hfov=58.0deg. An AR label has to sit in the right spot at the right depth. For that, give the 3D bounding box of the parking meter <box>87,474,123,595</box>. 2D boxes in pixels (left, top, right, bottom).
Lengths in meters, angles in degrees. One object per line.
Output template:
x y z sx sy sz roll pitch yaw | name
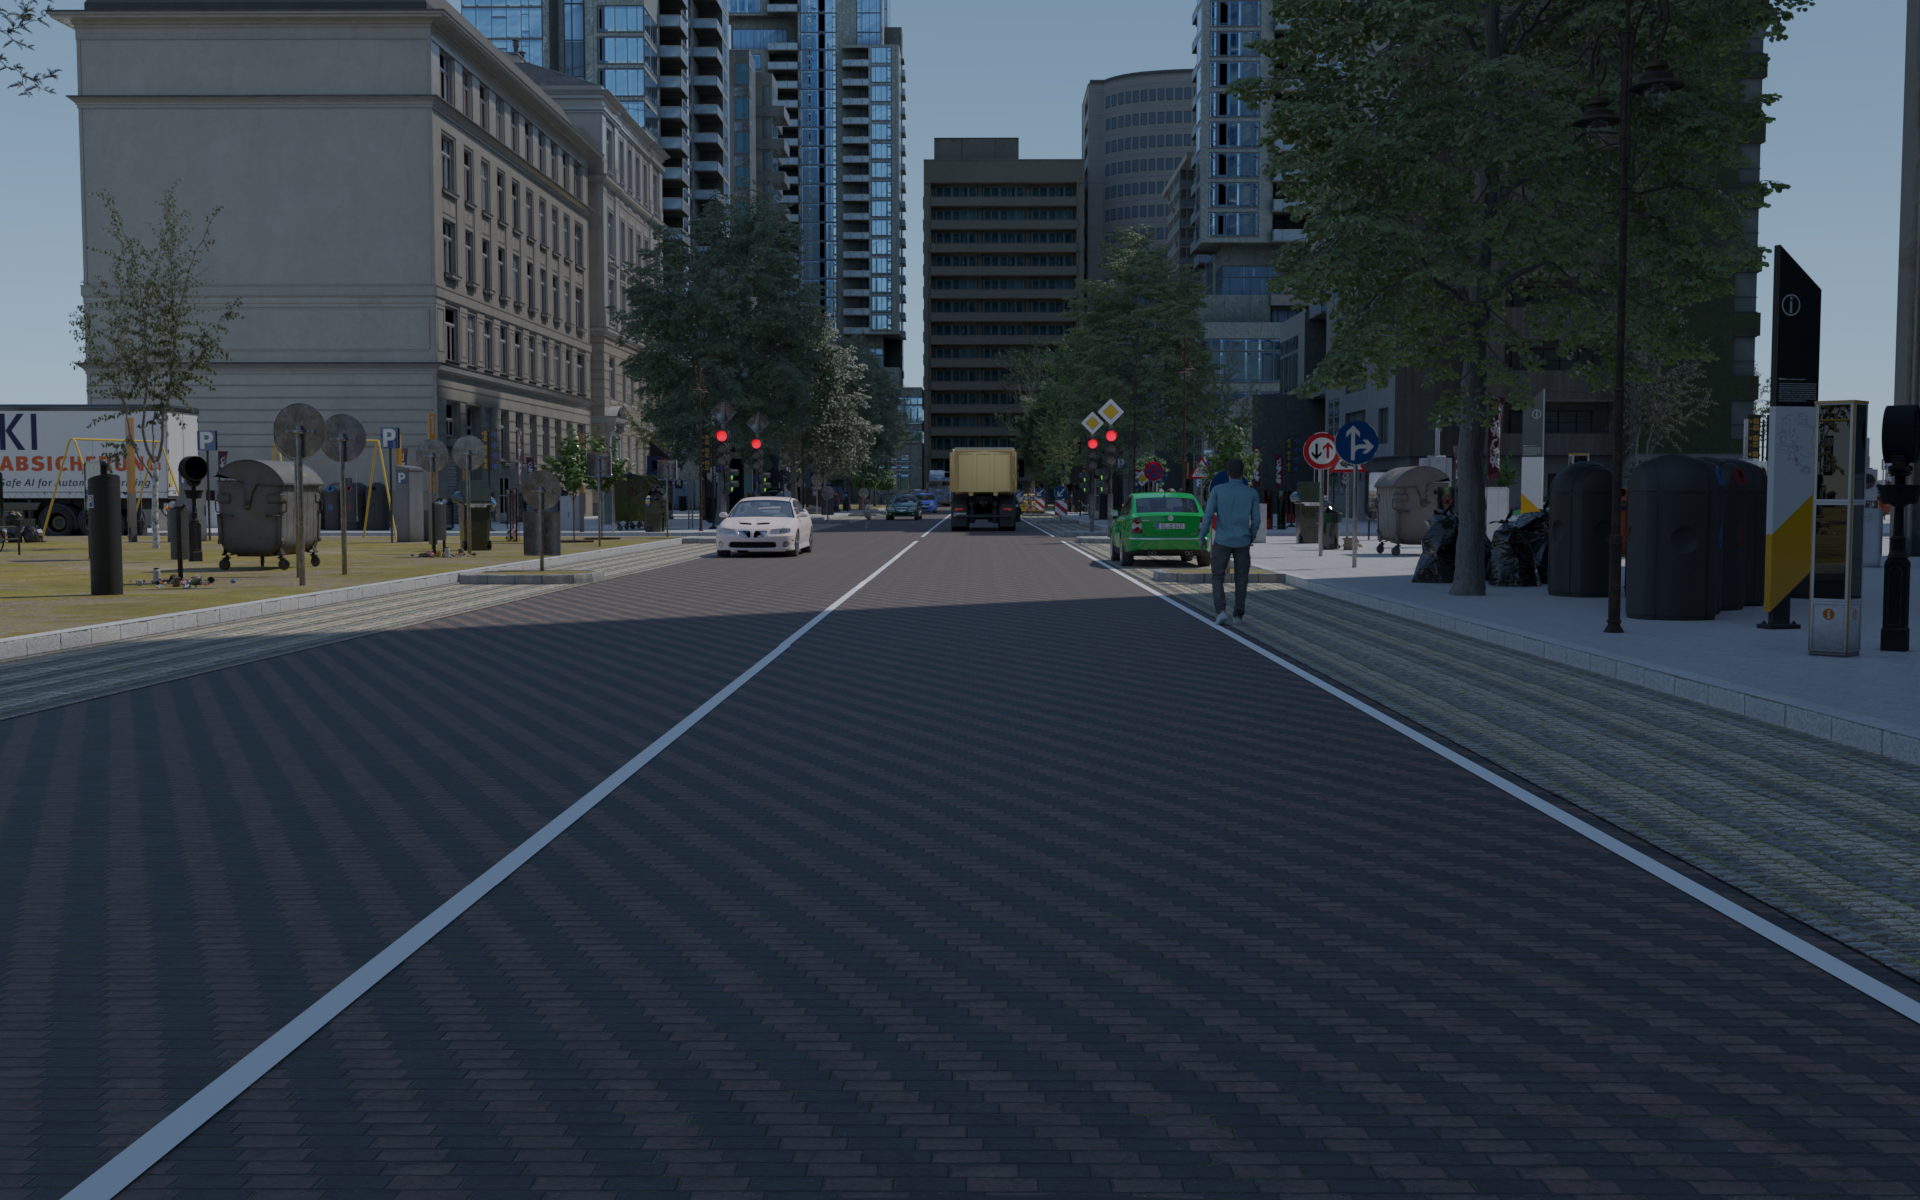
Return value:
-10.881 -0.834 22.051 0.372 1.533 0.369 0 3 0 | parking meter

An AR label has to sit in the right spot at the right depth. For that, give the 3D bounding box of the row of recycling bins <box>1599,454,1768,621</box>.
8.062 -0.725 18.964 1.069 1.692 3.534 2 4 35 | row of recycling bins

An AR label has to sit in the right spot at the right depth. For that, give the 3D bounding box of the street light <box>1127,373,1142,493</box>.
6.586 -5.663 65.377 0.468 5.910 1.993 0 4 1 | street light

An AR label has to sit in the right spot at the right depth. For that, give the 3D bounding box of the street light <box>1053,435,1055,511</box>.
7.300 -9.840 133.672 0.468 5.910 1.993 0 4 1 | street light

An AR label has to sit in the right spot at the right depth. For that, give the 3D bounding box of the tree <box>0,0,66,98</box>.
-9.346 -6.149 10.912 12.009 13.543 11.850 0 3 0 | tree

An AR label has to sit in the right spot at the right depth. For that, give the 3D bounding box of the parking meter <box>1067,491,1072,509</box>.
7.840 -7.052 123.709 0.372 1.533 0.369 0 3 0 | parking meter

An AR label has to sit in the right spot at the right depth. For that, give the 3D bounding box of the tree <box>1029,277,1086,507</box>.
7.658 -9.498 73.412 7.486 12.596 7.792 0 3 0 | tree

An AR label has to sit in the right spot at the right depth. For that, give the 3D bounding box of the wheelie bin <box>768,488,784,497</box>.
-9.687 -5.075 90.878 0.980 1.594 0.693 -2 4 -27 | wheelie bin

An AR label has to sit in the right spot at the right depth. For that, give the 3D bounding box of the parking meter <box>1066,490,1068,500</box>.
8.205 -7.730 132.096 0.255 1.863 0.399 1 4 9 | parking meter

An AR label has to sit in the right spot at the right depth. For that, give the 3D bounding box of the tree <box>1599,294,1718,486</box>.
25.855 -7.010 64.969 4.360 8.622 3.978 0 3 0 | tree

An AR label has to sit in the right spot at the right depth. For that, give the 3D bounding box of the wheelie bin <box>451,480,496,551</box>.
-11.076 -1.925 39.384 0.980 1.594 0.693 -2 4 -29 | wheelie bin

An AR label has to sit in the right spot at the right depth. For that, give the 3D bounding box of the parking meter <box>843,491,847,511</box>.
-8.752 -7.548 131.817 0.372 1.533 0.369 0 3 0 | parking meter

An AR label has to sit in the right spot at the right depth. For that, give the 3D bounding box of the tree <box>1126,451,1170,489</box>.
14.151 -8.958 130.171 4.285 4.588 4.351 0 3 0 | tree

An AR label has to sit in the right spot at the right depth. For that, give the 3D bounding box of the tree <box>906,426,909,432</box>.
-8.870 -13.902 133.960 9.857 13.997 8.962 0 3 0 | tree

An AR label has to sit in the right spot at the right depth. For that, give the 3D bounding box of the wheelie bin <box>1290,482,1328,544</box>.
9.051 -2.273 45.076 0.980 1.594 0.693 0 4 -4 | wheelie bin

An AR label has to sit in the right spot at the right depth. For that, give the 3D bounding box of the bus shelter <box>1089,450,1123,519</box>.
7.401 -6.026 89.802 1.731 3.624 6.357 0 4 1 | bus shelter

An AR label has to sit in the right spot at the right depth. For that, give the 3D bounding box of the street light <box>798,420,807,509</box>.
-8.493 -7.397 93.723 0.468 5.910 1.993 0 4 1 | street light

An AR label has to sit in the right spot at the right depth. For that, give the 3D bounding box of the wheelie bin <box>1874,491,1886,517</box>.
52.472 -5.561 98.824 0.693 1.594 0.980 1 4 18 | wheelie bin

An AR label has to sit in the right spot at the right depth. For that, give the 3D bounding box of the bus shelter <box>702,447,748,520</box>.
-11.808 -5.887 87.529 1.731 3.624 6.357 0 4 1 | bus shelter

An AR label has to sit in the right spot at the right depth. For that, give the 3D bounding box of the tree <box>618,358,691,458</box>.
-15.752 -8.673 92.163 4.737 8.622 4.395 0 3 0 | tree

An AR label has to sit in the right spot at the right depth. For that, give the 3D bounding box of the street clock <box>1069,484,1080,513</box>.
7.998 -7.004 119.084 0.471 2.002 0.358 -2 4 -33 | street clock

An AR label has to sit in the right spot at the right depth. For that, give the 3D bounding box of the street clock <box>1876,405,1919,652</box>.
7.658 -0.585 14.130 0.358 2.002 0.471 3 4 37 | street clock

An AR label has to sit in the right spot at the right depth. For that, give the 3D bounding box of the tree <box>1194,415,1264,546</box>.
6.593 -2.940 42.673 1.663 3.219 1.824 0 3 0 | tree

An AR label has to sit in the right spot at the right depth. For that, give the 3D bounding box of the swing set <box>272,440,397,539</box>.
-18.010 -3.148 49.093 3.119 2.851 2.862 -3 4 -37 | swing set

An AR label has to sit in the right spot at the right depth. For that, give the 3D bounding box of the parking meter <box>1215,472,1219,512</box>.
6.857 -2.462 45.959 0.255 1.863 0.399 1 4 13 | parking meter

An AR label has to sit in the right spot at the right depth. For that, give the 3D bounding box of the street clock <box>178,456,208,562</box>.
-14.555 -1.734 32.919 0.358 2.002 0.471 3 5 39 | street clock

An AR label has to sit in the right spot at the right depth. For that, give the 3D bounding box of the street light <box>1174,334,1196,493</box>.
6.486 -4.729 50.114 0.468 5.910 1.993 0 4 1 | street light

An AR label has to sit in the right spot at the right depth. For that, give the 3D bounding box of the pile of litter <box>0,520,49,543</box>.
-25.034 -1.941 45.696 1.719 0.858 1.176 -1 4 -22 | pile of litter

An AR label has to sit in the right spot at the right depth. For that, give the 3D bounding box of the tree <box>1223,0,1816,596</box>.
6.807 -6.349 21.933 7.486 12.596 7.792 0 3 0 | tree

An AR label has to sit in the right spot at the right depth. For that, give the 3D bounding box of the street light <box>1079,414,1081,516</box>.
6.929 -7.757 99.614 0.468 5.910 1.993 0 4 1 | street light

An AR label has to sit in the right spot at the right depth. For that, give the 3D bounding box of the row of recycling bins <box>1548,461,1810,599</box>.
9.207 -0.885 21.581 3.534 1.692 1.069 0 4 8 | row of recycling bins

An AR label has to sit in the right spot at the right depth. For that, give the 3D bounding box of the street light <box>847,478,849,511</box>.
-8.265 -9.472 127.650 0.468 5.910 1.993 0 4 1 | street light

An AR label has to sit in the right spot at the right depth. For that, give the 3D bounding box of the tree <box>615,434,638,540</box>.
-10.232 -3.325 48.965 1.663 3.219 1.824 0 3 0 | tree

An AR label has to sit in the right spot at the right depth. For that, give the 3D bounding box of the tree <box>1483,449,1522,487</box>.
20.364 -4.367 66.008 1.663 3.219 1.824 0 3 0 | tree

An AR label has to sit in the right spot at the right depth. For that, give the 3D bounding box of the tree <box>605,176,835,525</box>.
-9.821 -10.058 71.109 9.857 13.997 8.962 0 3 0 | tree

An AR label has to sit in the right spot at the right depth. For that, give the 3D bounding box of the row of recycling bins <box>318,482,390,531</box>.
-21.815 -3.328 61.520 3.534 1.692 1.069 1 4 18 | row of recycling bins

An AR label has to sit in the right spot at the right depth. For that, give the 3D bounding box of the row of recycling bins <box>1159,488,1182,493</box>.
14.990 -7.333 127.007 3.534 1.692 1.069 2 4 25 | row of recycling bins

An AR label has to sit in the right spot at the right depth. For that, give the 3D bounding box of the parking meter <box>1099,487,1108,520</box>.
7.125 -4.917 86.104 0.399 1.863 0.255 3 5 45 | parking meter

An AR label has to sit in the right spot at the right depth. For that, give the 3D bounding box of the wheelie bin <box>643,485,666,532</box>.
-10.288 -3.101 58.615 0.693 1.594 0.980 1 4 12 | wheelie bin

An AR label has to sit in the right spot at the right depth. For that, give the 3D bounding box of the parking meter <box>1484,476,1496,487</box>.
15.702 -2.791 51.351 0.255 1.863 0.399 0 4 -4 | parking meter

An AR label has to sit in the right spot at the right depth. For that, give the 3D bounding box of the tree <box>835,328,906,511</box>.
-9.457 -12.902 117.597 9.857 13.997 8.962 0 3 0 | tree

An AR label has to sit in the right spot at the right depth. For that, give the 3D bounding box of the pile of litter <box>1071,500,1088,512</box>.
8.343 -6.645 122.618 1.719 0.858 1.176 0 4 3 | pile of litter

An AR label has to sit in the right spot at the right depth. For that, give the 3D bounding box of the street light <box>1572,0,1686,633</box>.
6.060 -2.635 15.874 0.468 5.910 1.993 0 4 1 | street light

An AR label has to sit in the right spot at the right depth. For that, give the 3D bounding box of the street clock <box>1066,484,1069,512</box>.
7.682 -7.123 121.027 0.471 2.002 0.358 -1 4 -8 | street clock

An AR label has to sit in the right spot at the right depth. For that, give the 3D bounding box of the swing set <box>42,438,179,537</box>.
-24.052 -3.184 49.674 2.862 2.851 3.119 2 4 26 | swing set

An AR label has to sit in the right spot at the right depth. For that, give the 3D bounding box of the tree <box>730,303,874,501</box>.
-9.812 -11.246 100.876 9.611 12.733 9.660 0 3 0 | tree

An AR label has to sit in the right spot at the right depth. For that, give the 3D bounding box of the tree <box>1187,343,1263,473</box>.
12.751 -8.255 85.330 4.737 8.622 4.395 0 3 0 | tree

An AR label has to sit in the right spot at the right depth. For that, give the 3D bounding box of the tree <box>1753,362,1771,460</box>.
34.523 -7.767 77.353 4.737 8.622 4.395 0 3 0 | tree

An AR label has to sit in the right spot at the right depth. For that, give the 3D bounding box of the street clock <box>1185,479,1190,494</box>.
10.675 -4.717 81.694 0.358 2.002 0.471 0 4 1 | street clock

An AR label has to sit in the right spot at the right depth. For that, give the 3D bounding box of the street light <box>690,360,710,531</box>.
-8.971 -5.322 59.798 0.468 5.910 1.993 0 4 1 | street light

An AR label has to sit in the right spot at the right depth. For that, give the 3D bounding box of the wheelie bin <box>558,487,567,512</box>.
-17.270 -4.091 74.791 0.693 1.594 0.980 -3 4 -39 | wheelie bin

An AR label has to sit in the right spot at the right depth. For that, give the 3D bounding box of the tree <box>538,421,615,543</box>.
-10.409 -3.145 46.027 1.663 3.219 1.824 0 3 0 | tree
